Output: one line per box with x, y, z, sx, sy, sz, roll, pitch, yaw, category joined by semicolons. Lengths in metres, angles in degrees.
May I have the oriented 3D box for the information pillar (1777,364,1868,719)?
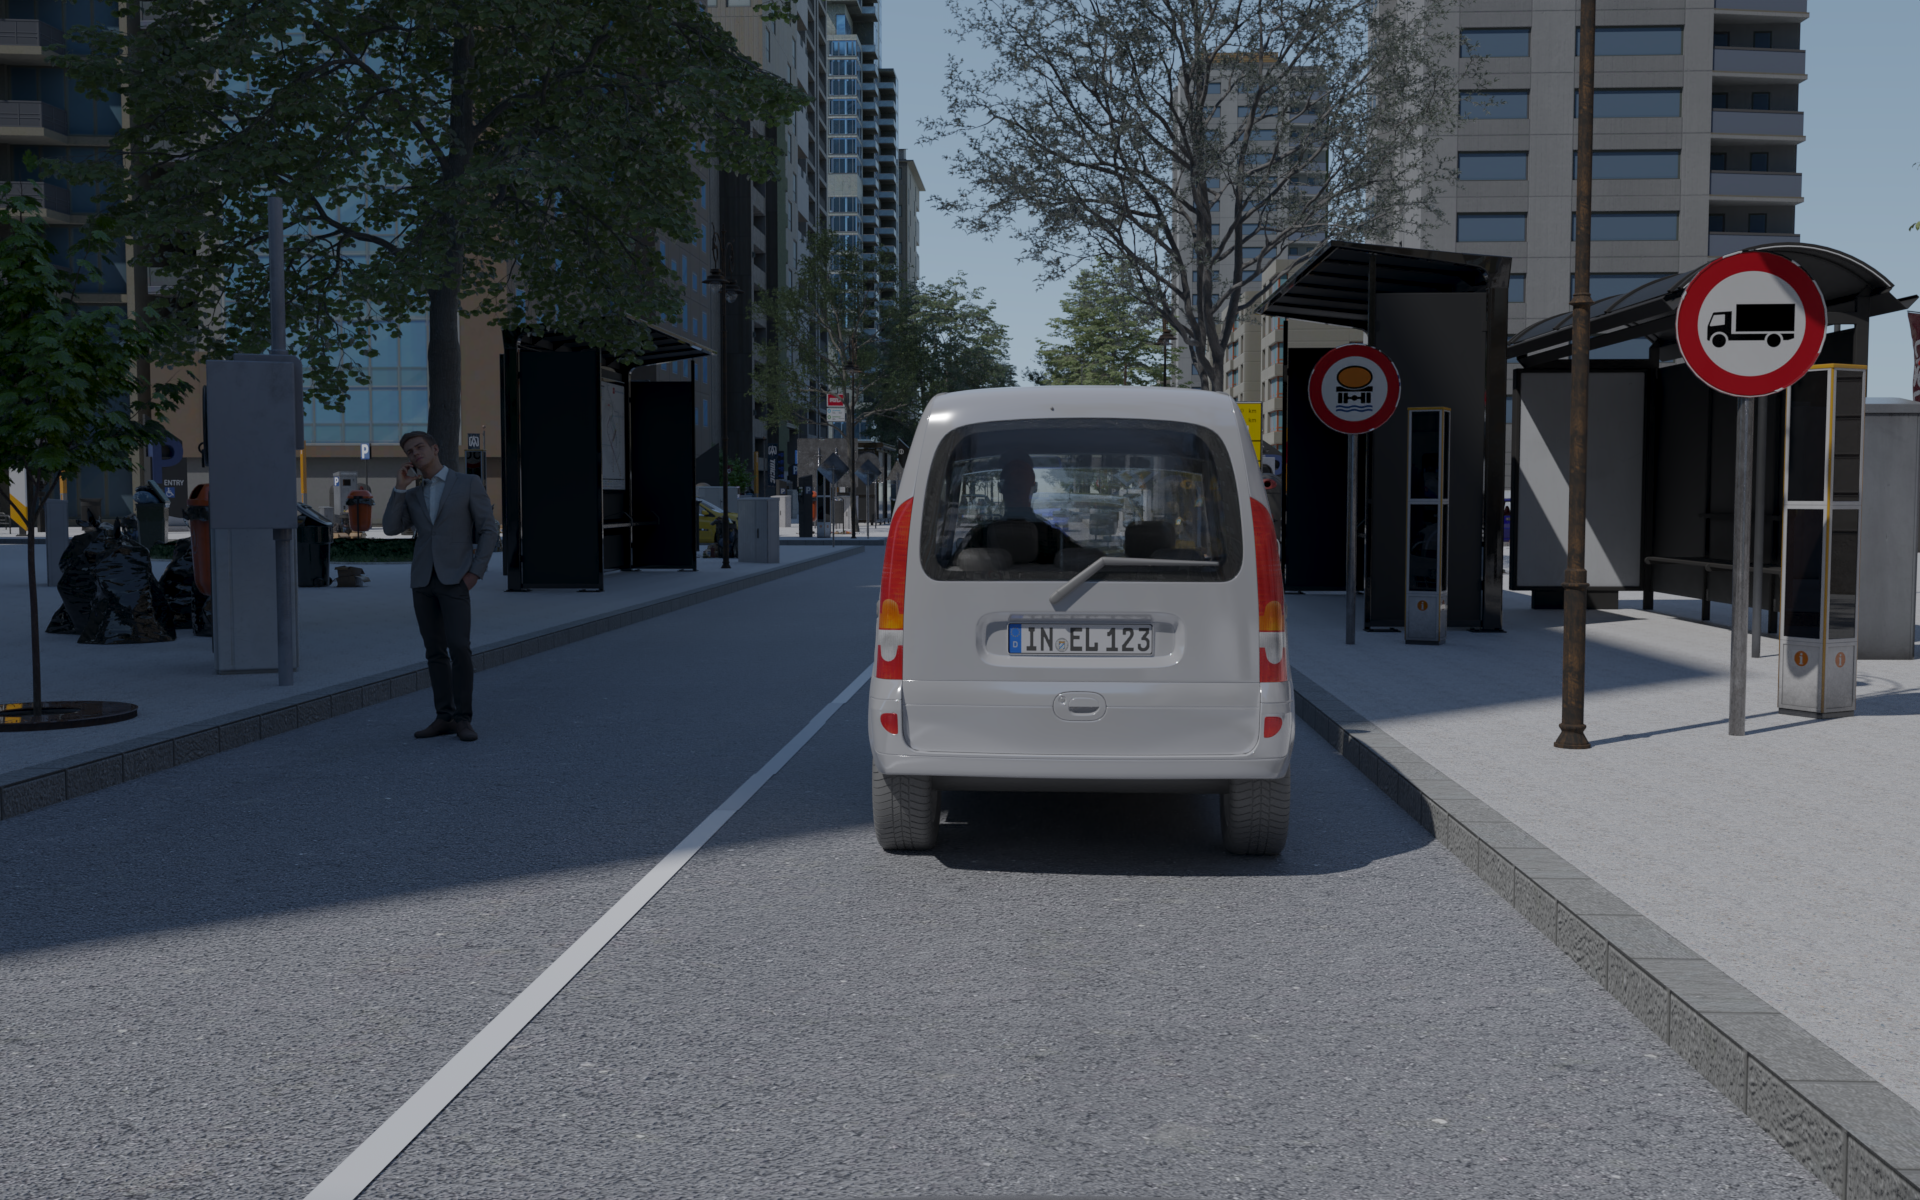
4.964;-0.336;9.984;0.304;2.012;0.304;-2;4;-28;information pillar

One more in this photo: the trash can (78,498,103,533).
-28.933;-2.816;57.691;0.748;1.137;0.748;0;3;0;trash can

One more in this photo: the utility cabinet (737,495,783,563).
-3.776;-1.300;32.421;0.306;1.237;1.020;-3;5;-40;utility cabinet

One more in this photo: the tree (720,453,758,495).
-10.565;-5.351;82.087;1.663;3.219;1.824;0;3;0;tree

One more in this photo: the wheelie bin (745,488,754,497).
-11.547;-5.372;95.737;0.693;1.594;0.980;-1;4;-16;wheelie bin

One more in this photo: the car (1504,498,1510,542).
14.090;-2.020;45.600;3.894;1.354;1.945;0;4;5;car

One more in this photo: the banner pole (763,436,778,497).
-8.249;-5.194;74.945;0.863;3.779;0.401;1;4;17;banner pole

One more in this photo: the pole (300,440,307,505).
-24.937;-4.402;65.821;0.158;3.312;0.155;0;3;0;pole

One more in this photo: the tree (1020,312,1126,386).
12.048;-19.657;177.288;12.611;20.169;13.585;0;3;0;tree

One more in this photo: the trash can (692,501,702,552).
-5.860;-1.544;36.904;0.748;1.137;0.748;0;3;0;trash can

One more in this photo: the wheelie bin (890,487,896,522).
-2.895;-4.381;79.533;0.980;1.594;0.693;0;4;1;wheelie bin

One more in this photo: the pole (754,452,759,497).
-9.803;-5.473;83.324;0.158;3.312;0.155;0;3;0;pole

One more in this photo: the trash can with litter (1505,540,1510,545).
13.338;-1.786;40.596;1.055;1.170;0.624;1;4;16;trash can with litter

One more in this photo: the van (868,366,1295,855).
0.579;-0.078;8.286;2.013;2.044;4.112;0;4;4;van

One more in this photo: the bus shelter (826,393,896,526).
-4.087;-5.735;71.401;2.179;5.291;8.768;0;4;3;bus shelter

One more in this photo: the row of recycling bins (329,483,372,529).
-22.196;-3.419;63.008;1.069;1.692;3.534;0;4;-6;row of recycling bins

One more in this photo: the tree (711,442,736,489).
-15.447;-7.584;107.717;4.285;4.588;4.351;0;3;0;tree

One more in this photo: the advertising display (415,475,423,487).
-17.801;-3.200;57.538;0.123;1.923;0.974;1;4;8;advertising display

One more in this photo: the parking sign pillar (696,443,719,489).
-13.266;-6.245;90.581;1.447;3.967;1.447;-2;4;-28;parking sign pillar

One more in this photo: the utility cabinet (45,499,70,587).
-12.743;-0.814;24.464;0.306;1.237;1.020;-2;4;-28;utility cabinet

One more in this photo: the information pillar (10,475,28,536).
-28.484;-3.733;52.382;0.504;3.616;0.183;0;4;1;information pillar

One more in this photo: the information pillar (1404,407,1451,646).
3.990;-0.630;14.785;0.304;2.012;0.304;2;4;27;information pillar

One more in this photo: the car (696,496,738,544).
-7.203;-2.189;46.019;3.980;1.641;2.015;0;4;3;car

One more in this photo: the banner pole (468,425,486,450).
-17.465;-4.454;62.847;0.863;3.779;0.401;-3;5;-39;banner pole

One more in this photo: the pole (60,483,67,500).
-31.311;-4.075;60.472;0.158;3.312;0.155;0;3;0;pole

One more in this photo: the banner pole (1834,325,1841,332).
10.324;-1.892;20.954;0.863;3.779;0.401;3;5;43;banner pole

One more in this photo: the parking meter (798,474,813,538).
-4.576;-2.786;51.260;0.399;1.863;0.255;-3;5;-43;parking meter

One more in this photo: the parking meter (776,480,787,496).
-7.156;-3.905;69.557;0.399;1.863;0.255;-2;4;-32;parking meter

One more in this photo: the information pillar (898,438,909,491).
-2.368;-4.972;72.641;0.504;3.616;0.183;1;4;21;information pillar

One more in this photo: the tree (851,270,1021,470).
-1.689;-11.742;98.633;9.857;13.997;8.962;0;3;0;tree

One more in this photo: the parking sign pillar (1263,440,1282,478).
15.519;-5.919;85.251;1.447;3.967;1.447;0;4;-1;parking sign pillar

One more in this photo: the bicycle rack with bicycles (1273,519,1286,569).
5.069;-0.664;24.242;2.925;0.926;2.852;-2;4;-23;bicycle rack with bicycles

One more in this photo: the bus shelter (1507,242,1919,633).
6.793;-1.393;16.707;2.014;3.302;5.546;0;4;3;bus shelter

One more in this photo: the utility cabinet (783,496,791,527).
-6.927;-3.413;66.966;0.306;1.237;1.020;-3;4;-38;utility cabinet

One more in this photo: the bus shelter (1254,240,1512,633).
4.450;-1.701;19.099;1.731;3.624;6.357;0;4;3;bus shelter

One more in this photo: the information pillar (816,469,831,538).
-3.985;-2.821;50.620;0.304;2.012;0.304;2;4;33;information pillar

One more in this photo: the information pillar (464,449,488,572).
-7.979;-1.472;28.567;0.304;2.012;0.304;0;4;-5;information pillar

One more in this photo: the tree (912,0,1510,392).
4.166;-7.227;28.525;12.009;13.543;11.850;0;3;0;tree

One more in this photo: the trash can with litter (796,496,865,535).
-4.205;-2.717;55.476;2.233;1.210;1.678;2;4;30;trash can with litter

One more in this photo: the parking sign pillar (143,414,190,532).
-27.007;-4.308;58.909;1.447;3.967;1.447;3;4;37;parking sign pillar

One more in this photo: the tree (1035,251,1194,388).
6.980;-10.001;81.643;7.486;12.596;7.792;0;3;0;tree

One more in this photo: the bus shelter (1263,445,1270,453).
10.080;-4.292;64.090;2.014;3.302;5.546;0;4;3;bus shelter

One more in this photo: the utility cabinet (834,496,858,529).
-4.202;-3.217;63.757;1.020;1.237;0.306;3;5;42;utility cabinet

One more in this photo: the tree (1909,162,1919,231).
13.525;-4.258;19.989;4.737;8.622;4.395;0;3;0;tree

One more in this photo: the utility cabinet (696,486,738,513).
-7.058;-2.545;50.288;1.173;1.500;0.318;-2;4;-27;utility cabinet

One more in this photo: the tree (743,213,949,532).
-3.868;-7.572;58.210;7.601;10.594;8.767;0;4;1;tree

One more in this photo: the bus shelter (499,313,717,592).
-5.028;-2.103;25.670;1.731;3.624;6.357;0;4;3;bus shelter

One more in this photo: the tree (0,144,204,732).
-5.151;-0.919;9.621;1.663;3.219;1.824;0;3;0;tree

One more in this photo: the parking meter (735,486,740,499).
-7.371;-2.948;56.618;0.372;1.533;0.369;0;3;0;parking meter

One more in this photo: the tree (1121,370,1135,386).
8.708;-9.429;104.527;4.737;8.622;4.395;0;3;0;tree

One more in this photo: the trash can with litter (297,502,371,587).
-8.732;-0.772;24.004;1.055;1.170;0.624;0;4;-2;trash can with litter

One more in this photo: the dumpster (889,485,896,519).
-3.173;-5.199;90.766;1.264;1.857;1.865;0;4;3;dumpster

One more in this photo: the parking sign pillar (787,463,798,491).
-11.102;-7.920;117.970;1.447;3.967;1.447;-1;4;-21;parking sign pillar

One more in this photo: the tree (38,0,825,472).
-4.831;-6.074;17.437;7.486;12.596;7.792;0;3;0;tree

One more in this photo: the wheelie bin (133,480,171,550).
-18.166;-1.897;38.932;0.693;1.594;0.980;-1;4;-15;wheelie bin

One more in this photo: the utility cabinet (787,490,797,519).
-8.904;-4.929;89.275;1.173;1.500;0.318;3;5;44;utility cabinet

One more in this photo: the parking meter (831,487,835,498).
-5.585;-4.262;75.397;0.255;1.863;0.399;-2;4;-24;parking meter
